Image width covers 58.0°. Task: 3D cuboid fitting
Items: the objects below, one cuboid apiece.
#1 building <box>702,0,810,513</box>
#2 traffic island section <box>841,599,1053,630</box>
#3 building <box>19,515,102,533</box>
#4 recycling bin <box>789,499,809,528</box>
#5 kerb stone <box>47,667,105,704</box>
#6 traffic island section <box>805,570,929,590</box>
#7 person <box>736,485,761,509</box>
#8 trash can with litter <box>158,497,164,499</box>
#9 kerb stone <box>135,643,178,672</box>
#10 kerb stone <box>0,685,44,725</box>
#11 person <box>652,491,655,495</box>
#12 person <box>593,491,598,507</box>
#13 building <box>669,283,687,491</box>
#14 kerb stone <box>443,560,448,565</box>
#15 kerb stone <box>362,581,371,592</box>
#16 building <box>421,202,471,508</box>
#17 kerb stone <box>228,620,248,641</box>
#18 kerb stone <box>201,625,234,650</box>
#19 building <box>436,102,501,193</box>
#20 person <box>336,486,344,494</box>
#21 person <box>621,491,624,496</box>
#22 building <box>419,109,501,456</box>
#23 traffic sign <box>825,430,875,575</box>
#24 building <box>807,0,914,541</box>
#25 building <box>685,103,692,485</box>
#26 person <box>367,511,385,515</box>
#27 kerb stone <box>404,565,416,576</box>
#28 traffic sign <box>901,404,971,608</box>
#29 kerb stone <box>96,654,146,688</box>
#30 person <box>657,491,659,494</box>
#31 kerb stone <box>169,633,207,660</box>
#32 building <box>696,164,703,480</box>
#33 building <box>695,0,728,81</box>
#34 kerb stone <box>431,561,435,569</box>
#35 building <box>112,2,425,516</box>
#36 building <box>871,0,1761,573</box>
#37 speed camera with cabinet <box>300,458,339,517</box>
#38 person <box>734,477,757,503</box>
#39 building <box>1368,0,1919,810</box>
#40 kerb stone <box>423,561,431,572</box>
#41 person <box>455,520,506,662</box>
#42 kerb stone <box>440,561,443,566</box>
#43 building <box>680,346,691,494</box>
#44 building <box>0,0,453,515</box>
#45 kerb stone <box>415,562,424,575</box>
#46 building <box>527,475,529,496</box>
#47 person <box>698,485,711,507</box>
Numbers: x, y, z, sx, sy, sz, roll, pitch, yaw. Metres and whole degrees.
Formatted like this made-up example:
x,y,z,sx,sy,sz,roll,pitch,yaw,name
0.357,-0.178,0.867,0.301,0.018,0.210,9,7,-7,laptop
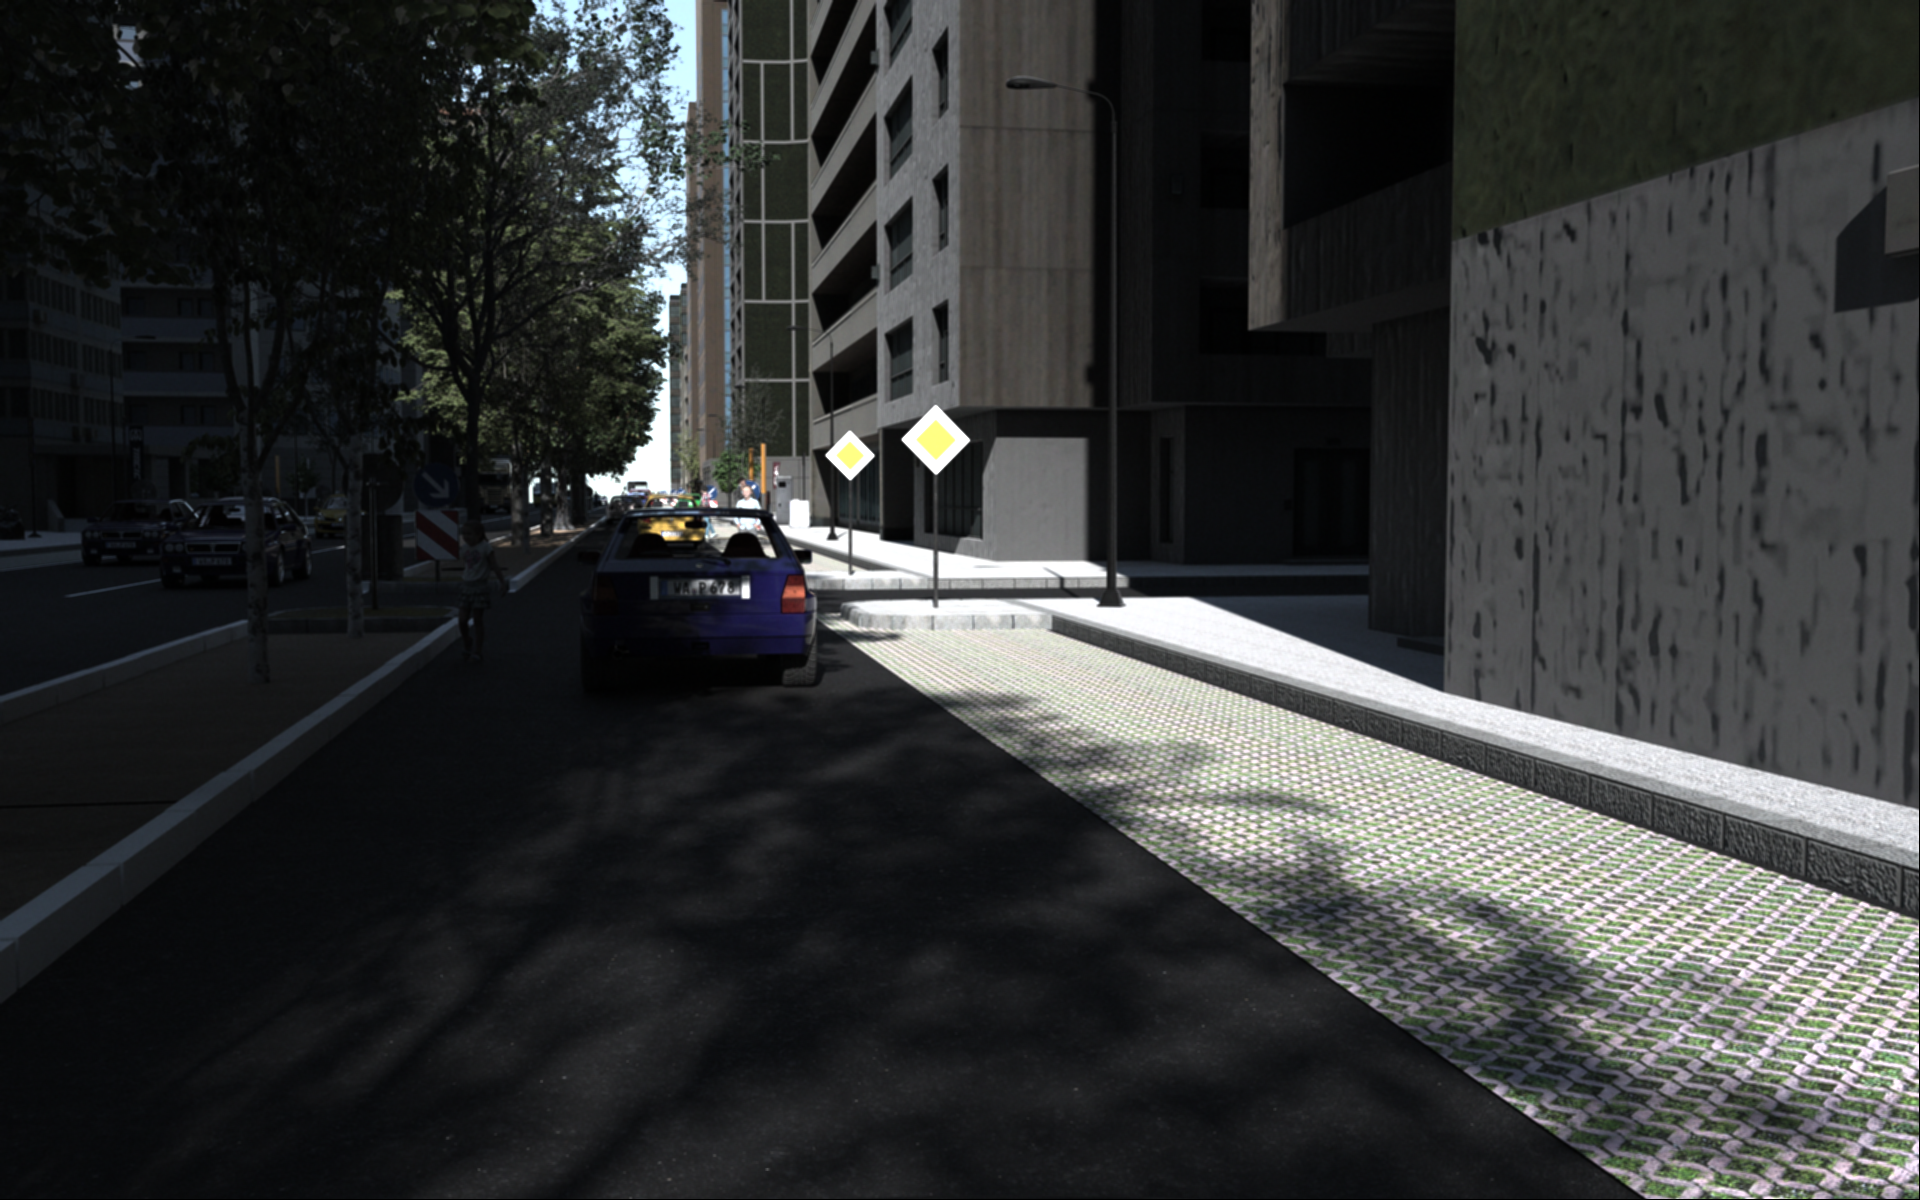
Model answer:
x,y,z,sx,sy,sz,roll,pitch,yaw,name
-8.029,-41.936,123.905,20.563,71.187,20.611,-1,4,-10,building
-0.254,0.167,19.553,2.009,0.180,2.903,-1,4,-10,traffic island section
-45.346,-22.656,62.309,32.217,40.220,23.993,-1,4,-10,building
-6.130,-3.262,65.894,0.722,1.027,0.722,-1,4,-11,recycling bin
-6.248,0.612,12.184,0.120,0.150,1.000,-1,4,-10,kerb stone
-1.713,-0.313,27.404,2.009,0.180,2.903,-1,4,-10,traffic island section
-3.929,-1.333,32.099,0.589,1.601,0.330,1,4,15,person
-37.720,-4.355,82.589,1.055,1.170,0.624,-2,4,-34,trash can with litter
-6.627,0.489,14.194,0.120,0.150,1.000,-1,4,-10,kerb stone
-6.063,0.674,11.179,0.120,0.150,1.000,-1,4,-10,kerb stone
-40.568,-13.501,229.252,1.348,1.823,0.705,0,4,-6,person
-40.700,-11.311,193.511,0.705,1.814,1.350,-3,4,-37,person
-35.095,-29.348,251.541,14.160,30.474,14.107,-1,4,-10,building
-10.469,-0.776,34.875,0.120,0.150,1.000,-1,4,-10,kerb stone
-8.788,-0.216,25.795,0.120,0.150,1.000,-1,4,-10,kerb stone
-51.548,-23.458,155.236,14.160,30.474,14.107,-1,4,-10,building
-7.181,0.309,17.213,0.120,0.150,1.000,-1,4,-10,kerb stone
-6.999,0.366,16.204,0.120,0.150,1.000,-1,4,-10,kerb stone
-66.723,-36.266,216.647,21.300,48.544,21.600,-1,4,-10,building
-28.809,-4.405,80.620,0.635,1.810,0.391,-1,4,-19,person
-32.130,-9.526,165.194,0.436,1.711,0.756,0,4,4,person
-62.741,-32.860,191.883,22.147,44.769,28.867,-1,4,-10,building
-1.735,-1.448,27.322,0.795,2.450,0.064,-1,4,-10,traffic sign
6.468,-26.586,58.383,21.300,48.544,21.600,-1,4,-10,building
-23.600,-33.338,195.190,14.600,45.320,14.200,-1,4,-10,building
-10.397,-1.361,30.933,0.473,1.802,0.592,0,4,2,person
-9.539,-0.463,29.848,0.120,0.150,1.000,-1,4,-10,kerb stone
-0.276,-0.968,19.471,0.795,2.450,0.064,-1,4,-10,traffic sign
-6.427,0.552,13.191,0.120,0.150,1.000,-1,4,-10,kerb stone
-29.900,-9.957,171.823,1.217,1.766,0.721,1,4,18,person
-6.820,0.429,15.197,0.120,0.150,1.000,-1,4,-10,kerb stone
-13.472,-31.143,163.816,22.147,44.769,28.867,-1,4,-10,building
-14.271,-30.072,141.791,14.600,45.320,14.200,-1,4,-10,building
-10.091,-0.652,32.864,0.120,0.150,1.000,-1,4,-10,kerb stone
-46.757,-34.672,108.888,21.231,58.520,28.212,-1,4,-10,building
5.972,-16.175,36.163,14.107,30.474,14.160,-1,4,-10,building
-35.657,-6.242,96.400,2.038,3.252,0.660,-3,5,-45,speed camera with cabinet
-5.237,-2.100,42.636,0.655,1.846,0.447,-2,4,-28,person
9.644,-14.795,13.598,14.160,30.474,14.107,-1,4,-10,building
-9.902,-0.591,31.859,0.120,0.150,1.000,-1,4,-10,kerb stone
-4.106,-0.085,14.898,0.505,1.210,0.382,1,4,15,person
-10.281,-0.712,33.871,0.120,0.150,1.000,-1,4,-10,kerb stone
-20.899,-22.829,218.293,27.650,21.520,28.899,-1,4,-10,building
-56.949,-27.044,134.058,32.217,40.220,23.993,-1,4,-10,building
-9.712,-0.530,30.855,0.120,0.150,1.000,-1,4,-10,kerb stone
-66.817,-28.459,237.006,14.160,30.474,14.107,-1,4,-10,building
-8.283,-2.899,56.743,0.643,1.720,0.563,-1,4,-19,person
